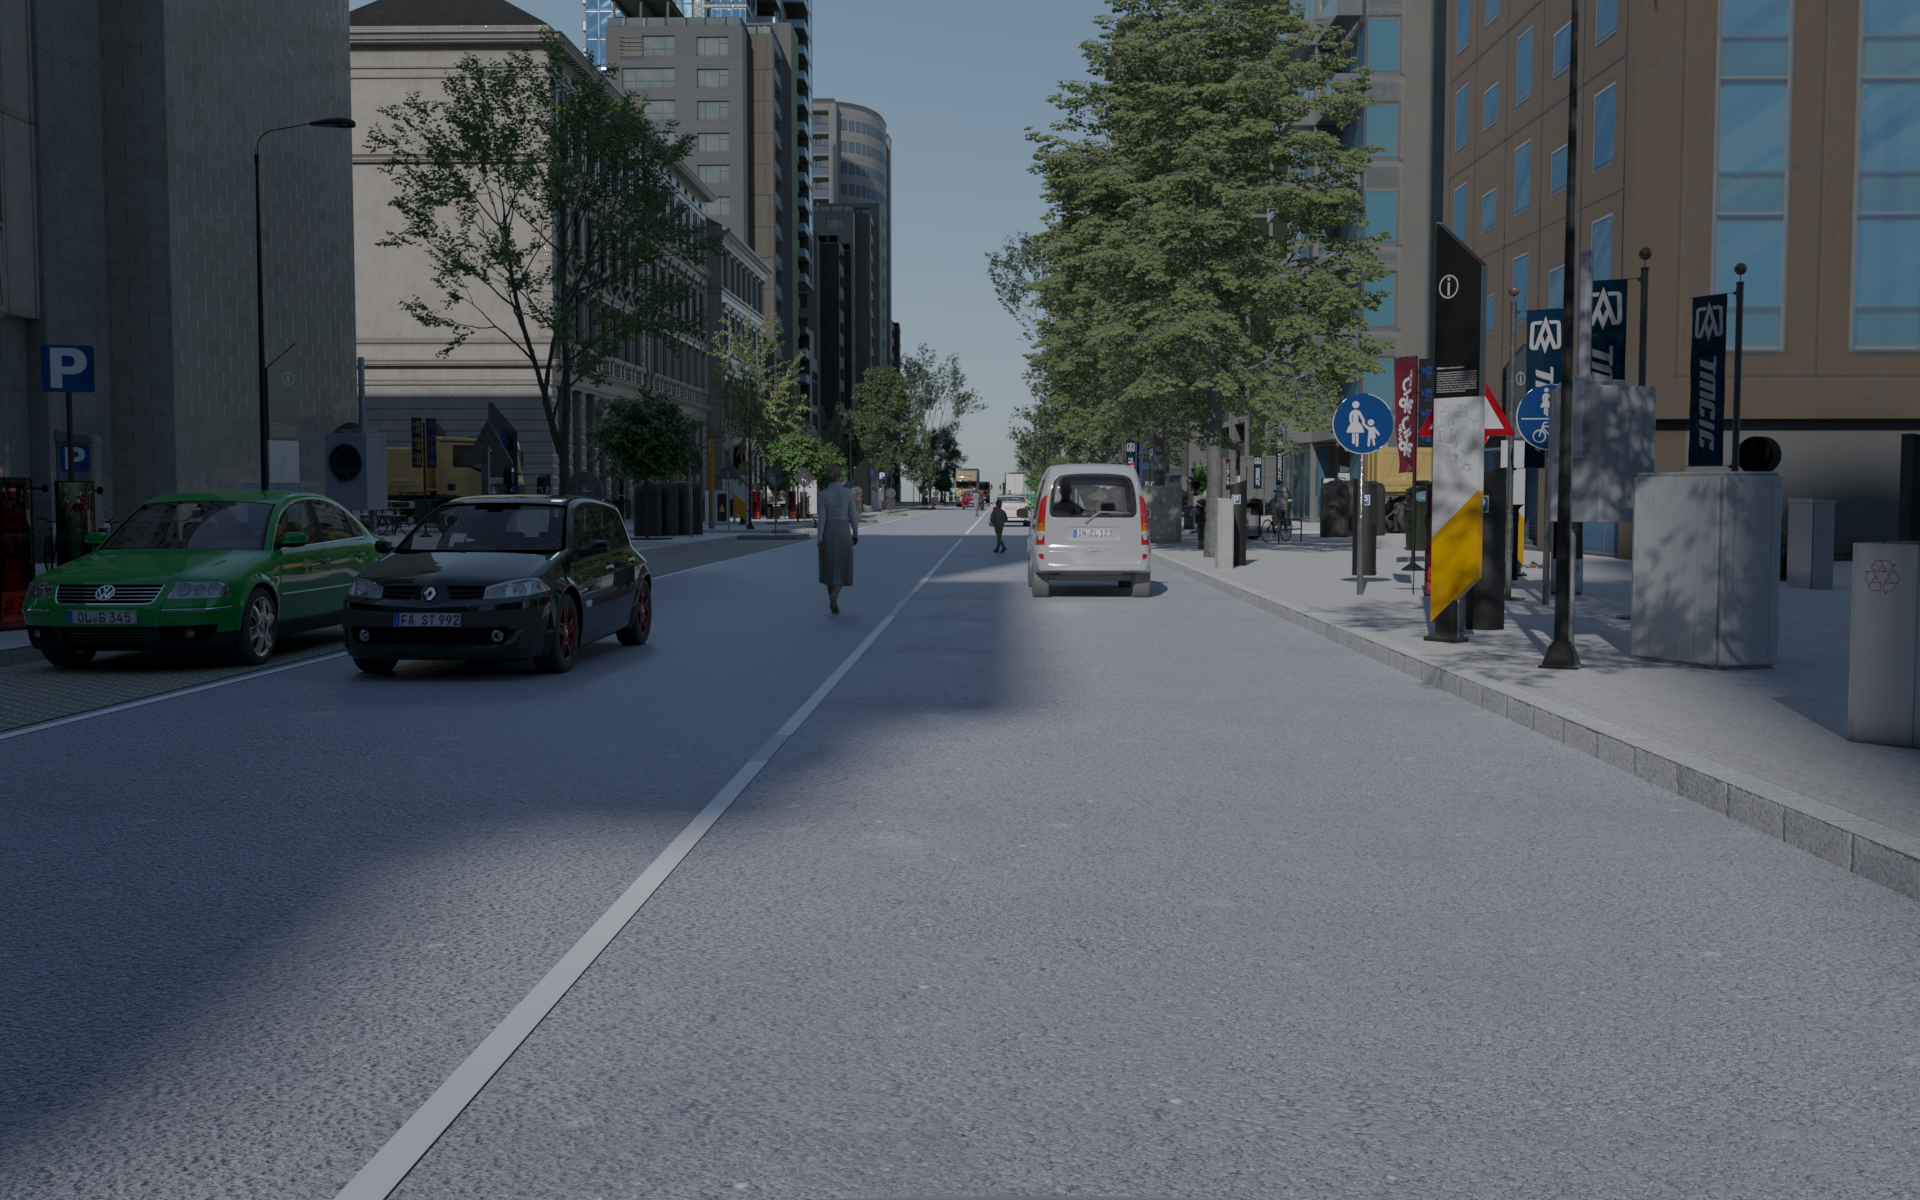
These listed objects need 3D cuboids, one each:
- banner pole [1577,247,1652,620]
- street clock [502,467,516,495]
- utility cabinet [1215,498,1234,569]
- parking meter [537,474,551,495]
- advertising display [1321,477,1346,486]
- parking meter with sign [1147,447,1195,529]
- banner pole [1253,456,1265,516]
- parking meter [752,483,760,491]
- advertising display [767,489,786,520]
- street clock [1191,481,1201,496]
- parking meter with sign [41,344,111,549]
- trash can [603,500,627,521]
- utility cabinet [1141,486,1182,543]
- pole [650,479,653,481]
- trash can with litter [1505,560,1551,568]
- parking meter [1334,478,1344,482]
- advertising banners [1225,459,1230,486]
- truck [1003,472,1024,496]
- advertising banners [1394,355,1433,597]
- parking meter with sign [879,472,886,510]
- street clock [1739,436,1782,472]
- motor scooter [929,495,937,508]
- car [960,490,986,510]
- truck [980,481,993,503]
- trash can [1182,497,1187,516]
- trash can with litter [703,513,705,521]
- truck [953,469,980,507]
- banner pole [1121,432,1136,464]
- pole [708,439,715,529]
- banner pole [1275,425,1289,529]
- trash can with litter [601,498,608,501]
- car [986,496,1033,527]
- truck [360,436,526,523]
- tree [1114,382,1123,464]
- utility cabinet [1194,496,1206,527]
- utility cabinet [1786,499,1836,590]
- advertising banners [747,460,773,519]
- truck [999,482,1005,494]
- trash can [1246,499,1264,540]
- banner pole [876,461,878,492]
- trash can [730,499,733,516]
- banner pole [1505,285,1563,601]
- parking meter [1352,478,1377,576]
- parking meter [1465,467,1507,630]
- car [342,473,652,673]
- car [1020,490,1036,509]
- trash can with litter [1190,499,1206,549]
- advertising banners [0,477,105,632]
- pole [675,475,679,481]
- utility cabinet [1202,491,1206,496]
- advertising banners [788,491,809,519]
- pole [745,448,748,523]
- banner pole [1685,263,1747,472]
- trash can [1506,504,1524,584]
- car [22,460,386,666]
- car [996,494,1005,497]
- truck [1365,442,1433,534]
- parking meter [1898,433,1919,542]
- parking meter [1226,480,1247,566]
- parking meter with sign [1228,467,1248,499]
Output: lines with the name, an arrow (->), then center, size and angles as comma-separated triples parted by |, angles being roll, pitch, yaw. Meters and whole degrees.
banner pole -> 6.748, -1.699, 17.788 | 0.863, 3.779, 0.401 | 2, 4, 30
street clock -> -12.138, -2.574, 46.650 | 0.358, 2.002, 0.471 | 0, 4, -5
utility cabinet -> 4.604, -1.161, 30.142 | 0.306, 1.237, 1.020 | 0, 4, 6
parking meter -> -12.104, -2.733, 50.400 | 0.255, 1.863, 0.399 | 1, 4, 21
advertising display -> 14.364, -3.757, 66.640 | 0.974, 1.923, 0.123 | -1, 4, -13
parking meter with sign -> 7.744, -4.105, 63.383 | 1.738, 3.016, 0.543 | 1, 4, 22
banner pole -> 17.285, -6.705, 99.650 | 0.863, 3.779, 0.401 | 0, 4, 5
parking meter -> -10.472, -5.081, 88.787 | 0.399, 1.863, 0.255 | 3, 5, 44
advertising display -> -9.251, -5.016, 87.228 | 0.974, 1.923, 0.123 | 0, 4, 0
street clock -> 12.758, -5.449, 93.659 | 0.471, 2.002, 0.358 | -1, 4, -12
parking meter with sign -> -10.698, -1.519, 21.093 | 0.543, 3.016, 1.738 | -1, 4, -19
trash can -> -8.394, -1.839, 41.728 | 0.748, 1.137, 0.748 | 0, 3, 0
utility cabinet -> 5.222, -2.247, 45.413 | 1.173, 1.500, 0.318 | 3, 4, 36
pole -> -11.700, -4.400, 65.784 | 0.158, 3.312, 0.155 | 0, 3, 0
trash can with litter -> 9.779, -1.168, 30.153 | 2.233, 1.210, 1.678 | 0, 4, -5
parking meter -> 14.050, -3.571, 64.093 | 0.399, 1.863, 0.255 | -2, 4, -25
advertising banners -> 13.669, -5.505, 86.201 | 0.090, 3.025, 2.074 | 3, 4, 36
truck -> 7.132, -14.637, 228.226 | 2.839, 4.237, 11.283 | 0, 4, 1
advertising banners -> 5.928, -1.542, 21.407 | 0.090, 3.025, 2.074 | -1, 4, -19
parking meter with sign -> -6.276, -8.657, 137.807 | 0.543, 3.016, 1.738 | 0, 4, 3
street clock -> 10.011, -1.051, 21.753 | 0.358, 2.002, 0.471 | -3, 5, -40
motor scooter -> -2.718, -9.962, 175.650 | 0.815, 1.314, 1.986 | 0, 4, 3
car -> 1.184, -9.158, 158.401 | 2.281, 1.827, 5.304 | 0, 3, 0
truck -> 3.353, -16.607, 267.449 | 3.469, 3.379, 9.791 | 0, 4, 2
trash can -> 12.884, -5.442, 100.623 | 0.748, 1.137, 0.748 | 0, 3, 0
trash can with litter -> -11.783, -4.269, 81.182 | 1.055, 1.170, 0.624 | 3, 5, 42
truck -> 0.836, -12.467, 192.753 | 2.839, 4.237, 11.283 | 0, 4, 2
banner pole -> 6.790, -4.910, 70.296 | 0.863, 3.779, 0.401 | -2, 4, -26
pole -> -9.219, -4.303, 64.194 | 0.158, 3.312, 0.155 | 0, 3, 0
banner pole -> 11.730, -4.469, 63.084 | 0.401, 3.779, 0.863 | -2, 4, -23
trash can with litter -> -9.342, -1.984, 43.825 | 1.055, 1.170, 0.624 | 1, 4, 20
car -> 2.226, -3.973, 77.313 | 2.083, 1.381, 4.827 | 0, 4, 0
truck -> -19.003, -3.857, 58.979 | 9.791, 3.379, 3.469 | 0, 4, 2
tree -> 9.565, -8.879, 95.530 | 4.737, 8.622, 4.395 | 0, 3, 0
utility cabinet -> 9.509, -3.490, 68.231 | 0.306, 1.237, 1.020 | -1, 4, -14
utility cabinet -> 11.655, -0.768, 23.725 | 0.306, 1.237, 1.020 | 1, 4, 8
advertising banners -> -10.308, -5.613, 87.955 | 2.074, 3.025, 0.090 | 1, 4, 22
truck -> 8.227, -17.498, 282.014 | 3.469, 3.379, 9.791 | 0, 3, 0
trash can -> 8.222, -2.288, 49.060 | 0.748, 1.137, 0.748 | 0, 3, 0
banner pole -> -6.327, -8.690, 132.096 | 0.401, 3.779, 0.863 | 0, 4, -2
trash can -> -13.334, -5.454, 100.833 | 0.748, 1.137, 0.748 | 0, 3, 0
banner pole -> 6.835, -1.880, 20.760 | 0.863, 3.779, 0.401 | 3, 4, 36
parking meter -> 6.381, -1.156, 27.316 | 0.372, 1.533, 0.369 | 0, 3, 0
parking meter -> 4.986, -0.491, 16.442 | 0.372, 1.533, 0.369 | 0, 3, 0
car -> -3.919, -0.328, 15.148 | 2.009, 1.686, 4.222 | 0, 4, 3
car -> 5.584, -8.201, 142.883 | 1.959, 1.807, 4.718 | 0, 4, 3
trash can with litter -> 5.930, -1.765, 40.242 | 1.055, 1.170, 0.624 | -2, 4, -24
advertising banners -> -8.872, -1.225, 16.212 | 0.090, 3.025, 2.074 | 1, 4, 19
pole -> -14.645, -5.862, 89.692 | 0.158, 3.312, 0.155 | 0, 3, 0
utility cabinet -> 16.555, -6.623, 116.967 | 0.318, 1.500, 1.173 | 0, 4, -3
advertising banners -> -8.532, -5.634, 88.310 | 0.090, 3.025, 2.074 | 3, 5, 44
pole -> -9.591, -5.109, 77.379 | 0.158, 3.312, 0.155 | 0, 3, 0
banner pole -> 8.353, -1.777, 19.078 | 0.401, 3.779, 0.863 | -2, 4, -26
trash can -> 7.628, -0.795, 24.647 | 0.748, 1.137, 0.748 | 0, 3, 0
car -> -6.666, -0.427, 15.782 | 1.959, 1.807, 4.718 | 0, 4, 0
car -> 6.637, -15.626, 267.288 | 2.131, 1.459, 4.920 | 0, 4, 3
truck -> 18.758, -3.831, 58.566 | 9.791, 3.379, 3.469 | 0, 4, 1
parking meter -> 9.342, -0.677, 16.785 | 0.399, 1.863, 0.255 | 0, 4, -2
parking meter -> 4.940, -1.382, 31.001 | 0.372, 1.533, 0.369 | 0, 3, 0
parking meter with sign -> 17.435, -6.983, 110.425 | 1.738, 3.016, 0.543 | 1, 4, 10
